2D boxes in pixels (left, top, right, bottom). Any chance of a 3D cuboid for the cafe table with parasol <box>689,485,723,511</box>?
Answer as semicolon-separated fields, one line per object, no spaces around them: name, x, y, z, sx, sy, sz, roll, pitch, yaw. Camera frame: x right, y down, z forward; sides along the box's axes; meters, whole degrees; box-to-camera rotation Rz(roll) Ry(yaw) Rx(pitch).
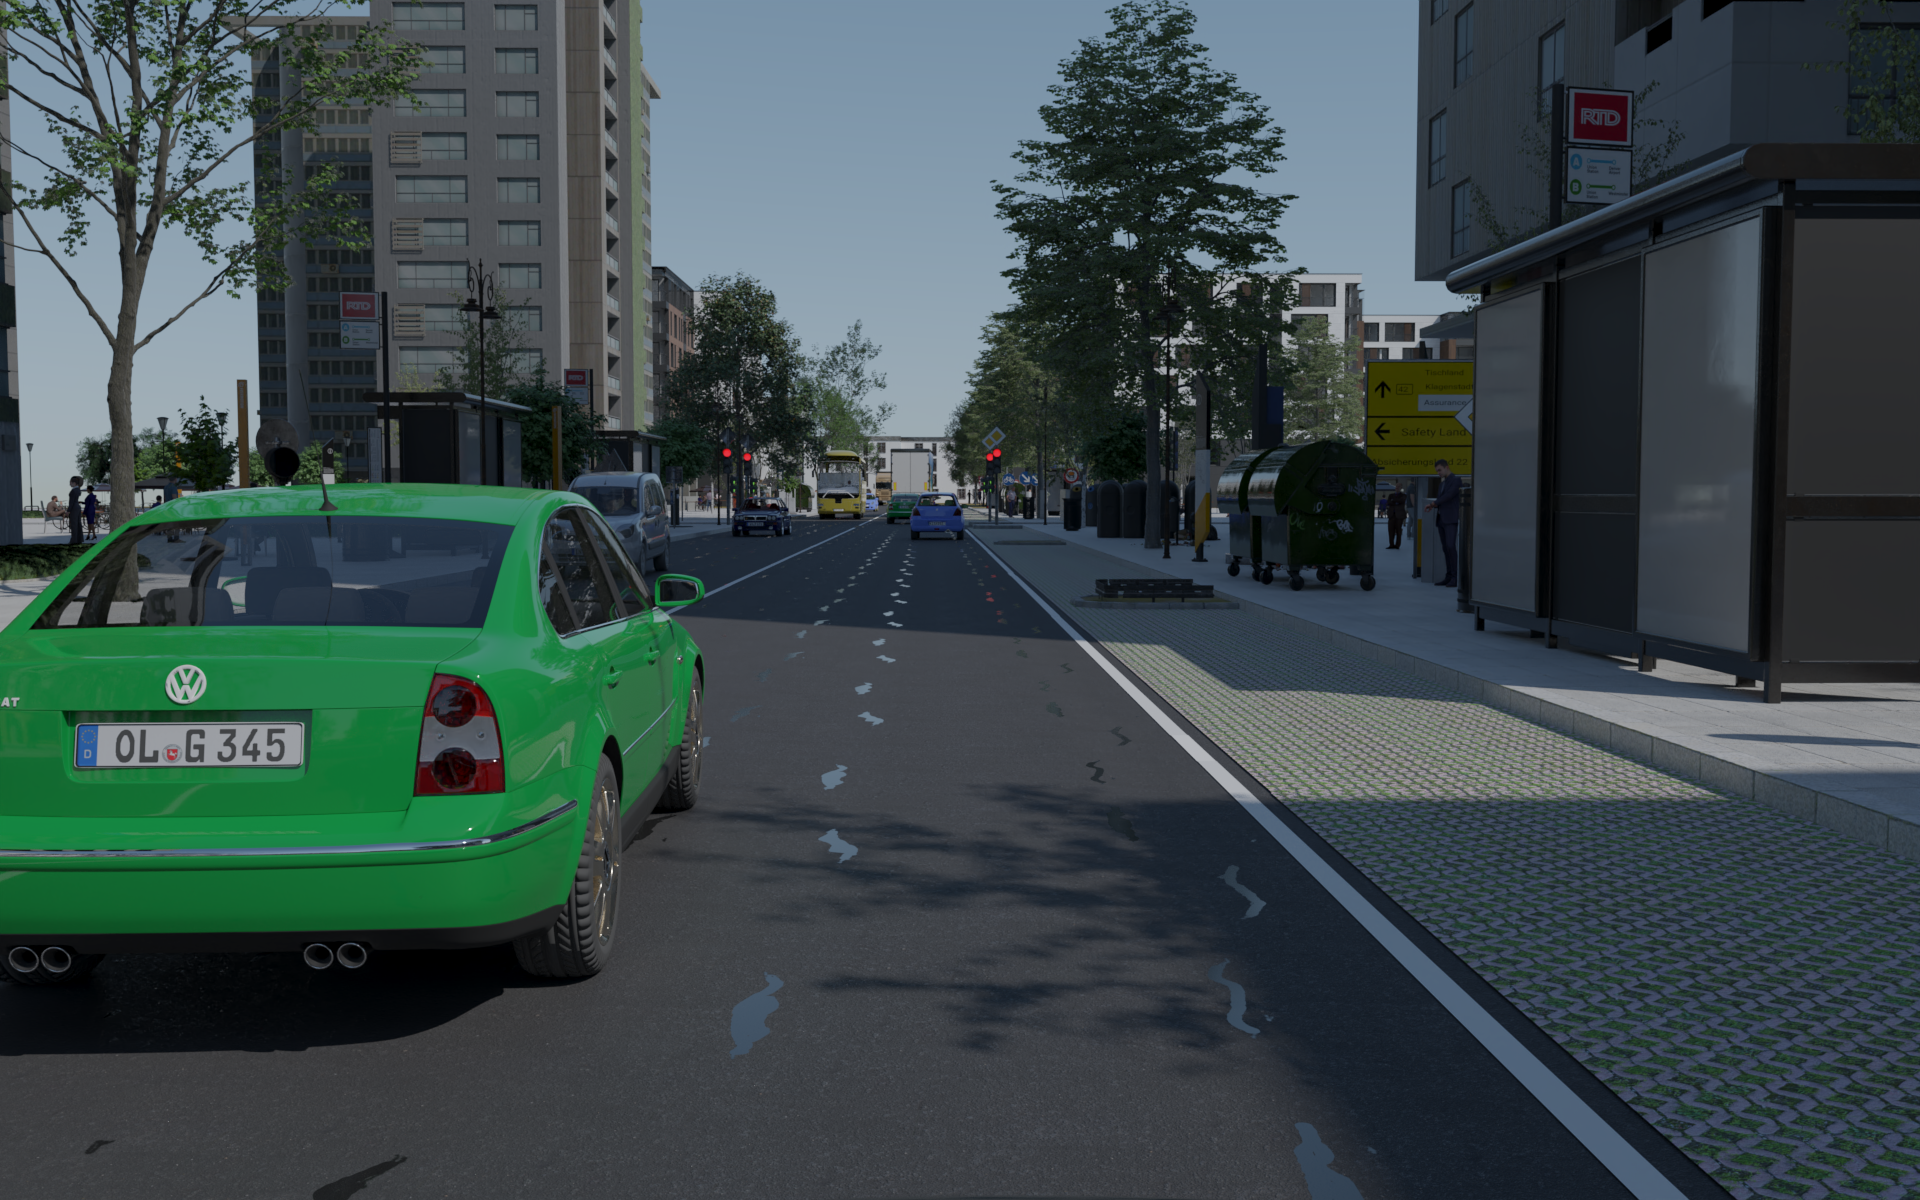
cafe table with parasol;-19.842;-7.984;135.399;2.610;1.966;2.610;1;4;13

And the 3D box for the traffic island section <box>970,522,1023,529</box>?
traffic island section;1.547;-3.046;72.088;2.009;0.180;2.903;0;4;-1

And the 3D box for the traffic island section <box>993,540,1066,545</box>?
traffic island section;1.948;-1.616;49.284;1.991;0.108;1.994;0;4;-1

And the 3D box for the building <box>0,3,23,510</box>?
building;-70.588;-40.435;99.369;20.611;71.187;20.563;0;4;-1

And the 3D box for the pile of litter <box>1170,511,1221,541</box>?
pile of litter;6.451;-2.085;48.058;1.719;0.858;1.176;0;4;-3

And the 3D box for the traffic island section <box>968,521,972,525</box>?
traffic island section;1.402;-3.535;80.072;2.009;0.180;2.903;0;4;-1

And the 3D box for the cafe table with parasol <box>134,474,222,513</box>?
cafe table with parasol;-24.707;-3.020;54.238;2.610;1.966;2.610;-1;4;-20

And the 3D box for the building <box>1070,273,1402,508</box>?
building;26.360;-20.344;176.603;27.936;21.610;32.646;0;4;-1

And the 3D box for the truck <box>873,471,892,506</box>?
truck;-9.164;-13.870;215.692;2.839;4.237;11.283;0;4;0

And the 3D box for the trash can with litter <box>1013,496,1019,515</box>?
trash can with litter;3.249;-5.726;105.009;0.624;1.170;1.055;0;4;-5

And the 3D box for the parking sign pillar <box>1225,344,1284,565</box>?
parking sign pillar;5.613;-2.649;31.777;1.447;3.967;1.447;0;4;4

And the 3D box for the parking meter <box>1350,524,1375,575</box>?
parking meter;6.371;-1.163;27.424;0.372;1.533;0.369;0;3;0

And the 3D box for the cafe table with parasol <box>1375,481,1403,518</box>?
cafe table with parasol;22.431;-5.313;91.735;2.610;1.966;2.610;-1;4;-15

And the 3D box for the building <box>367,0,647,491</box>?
building;-28.122;-26.058;109.639;14.154;41.232;14.086;0;4;-1

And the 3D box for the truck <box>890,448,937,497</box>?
truck;-3.006;-7.527;111.982;2.839;4.237;11.283;0;4;0

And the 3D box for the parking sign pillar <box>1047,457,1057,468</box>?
parking sign pillar;5.960;-7.483;110.820;1.447;3.967;1.447;1;4;18

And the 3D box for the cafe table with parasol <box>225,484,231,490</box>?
cafe table with parasol;-39.205;-5.107;88.367;2.610;1.966;2.610;3;5;43

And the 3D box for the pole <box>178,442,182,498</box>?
pole;-30.616;-4.530;67.913;0.158;3.312;0.155;0;3;0

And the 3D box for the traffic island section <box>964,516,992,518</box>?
traffic island section;0.959;-5.014;104.846;1.991;0.108;1.994;0;4;-1

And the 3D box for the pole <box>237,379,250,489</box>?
pole;-12.763;-2.266;30.888;0.158;3.312;0.155;0;3;0

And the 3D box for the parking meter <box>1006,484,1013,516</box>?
parking meter;2.961;-5.973;103.372;0.399;1.863;0.255;-3;4;-37

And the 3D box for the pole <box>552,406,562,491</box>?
pole;-9.349;-2.837;40.236;0.158;3.312;0.155;0;3;0

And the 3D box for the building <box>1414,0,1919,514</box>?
building;29.381;-27.954;46.286;28.713;52.752;27.495;0;4;-1

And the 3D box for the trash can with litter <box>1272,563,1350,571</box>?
trash can with litter;6.192;-1.140;29.701;2.233;1.210;1.678;-1;4;-16

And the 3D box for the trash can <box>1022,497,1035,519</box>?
trash can;3.482;-4.656;87.784;0.748;1.137;0.748;0;3;0

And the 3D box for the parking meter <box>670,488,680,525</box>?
parking meter;-11.723;-3.842;71.225;0.372;1.533;0.369;0;3;0

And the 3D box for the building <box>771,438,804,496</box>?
building;-38.804;-23.925;257.627;31.486;18.905;16.747;0;4;-1

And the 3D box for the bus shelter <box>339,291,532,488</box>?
bus shelter;-11.229;-3.633;37.026;2.179;5.291;8.768;0;4;-1

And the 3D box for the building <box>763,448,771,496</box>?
building;-37.865;-16.721;215.529;28.070;9.664;9.099;0;4;-1

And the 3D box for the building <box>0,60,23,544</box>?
building;-28.114;-15.880;31.341;14.160;30.474;14.107;0;4;-1

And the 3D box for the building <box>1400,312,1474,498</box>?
building;57.937;-22.258;207.893;32.646;21.610;27.936;0;4;-1

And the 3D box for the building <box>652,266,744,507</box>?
building;-37.098;-20.037;171.572;27.936;21.610;32.646;0;4;-1

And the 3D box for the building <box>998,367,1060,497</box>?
building;22.580;-25.739;264.803;32.646;21.610;27.936;0;4;-1

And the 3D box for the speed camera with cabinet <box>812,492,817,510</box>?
speed camera with cabinet;-12.633;-9.105;143.204;0.660;3.252;2.038;-3;4;-38

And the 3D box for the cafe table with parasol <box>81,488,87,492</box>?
cafe table with parasol;-54.137;-6.388;109.313;2.610;1.966;2.610;0;4;0

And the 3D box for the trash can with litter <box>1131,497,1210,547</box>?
trash can with litter;5.386;-1.959;43.094;1.678;1.210;2.233;-2;4;-24

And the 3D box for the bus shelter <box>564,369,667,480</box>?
bus shelter;-11.621;-4.930;58.230;2.179;5.291;8.768;0;4;-1

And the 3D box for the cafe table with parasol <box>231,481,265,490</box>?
cafe table with parasol;-38.190;-5.404;93.223;2.610;1.966;2.610;-2;4;-35

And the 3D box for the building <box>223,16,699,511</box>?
building;-37.688;-27.240;137.251;32.217;40.220;23.993;0;4;-1

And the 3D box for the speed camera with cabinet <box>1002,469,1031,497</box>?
speed camera with cabinet;4.074;-7.968;124.608;2.038;3.252;0.660;1;4;20

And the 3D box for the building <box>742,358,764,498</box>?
building;-31.285;-21.328;205.137;16.016;20.091;11.380;0;4;-1

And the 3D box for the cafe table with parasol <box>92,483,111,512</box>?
cafe table with parasol;-50.146;-6.084;104.331;2.610;1.966;2.610;3;4;38

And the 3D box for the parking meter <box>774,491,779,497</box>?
parking meter;-13.137;-7.082;124.205;0.372;1.533;0.369;0;3;0

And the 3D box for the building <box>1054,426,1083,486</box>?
building;16.660;-16.205;207.100;9.099;9.664;28.070;0;4;-1

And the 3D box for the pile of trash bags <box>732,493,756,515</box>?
pile of trash bags;-12.434;-5.598;101.284;1.912;1.369;3.447;1;4;18

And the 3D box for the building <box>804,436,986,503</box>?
building;-8.721;-19.126;254.850;28.070;9.664;9.099;0;4;-1
